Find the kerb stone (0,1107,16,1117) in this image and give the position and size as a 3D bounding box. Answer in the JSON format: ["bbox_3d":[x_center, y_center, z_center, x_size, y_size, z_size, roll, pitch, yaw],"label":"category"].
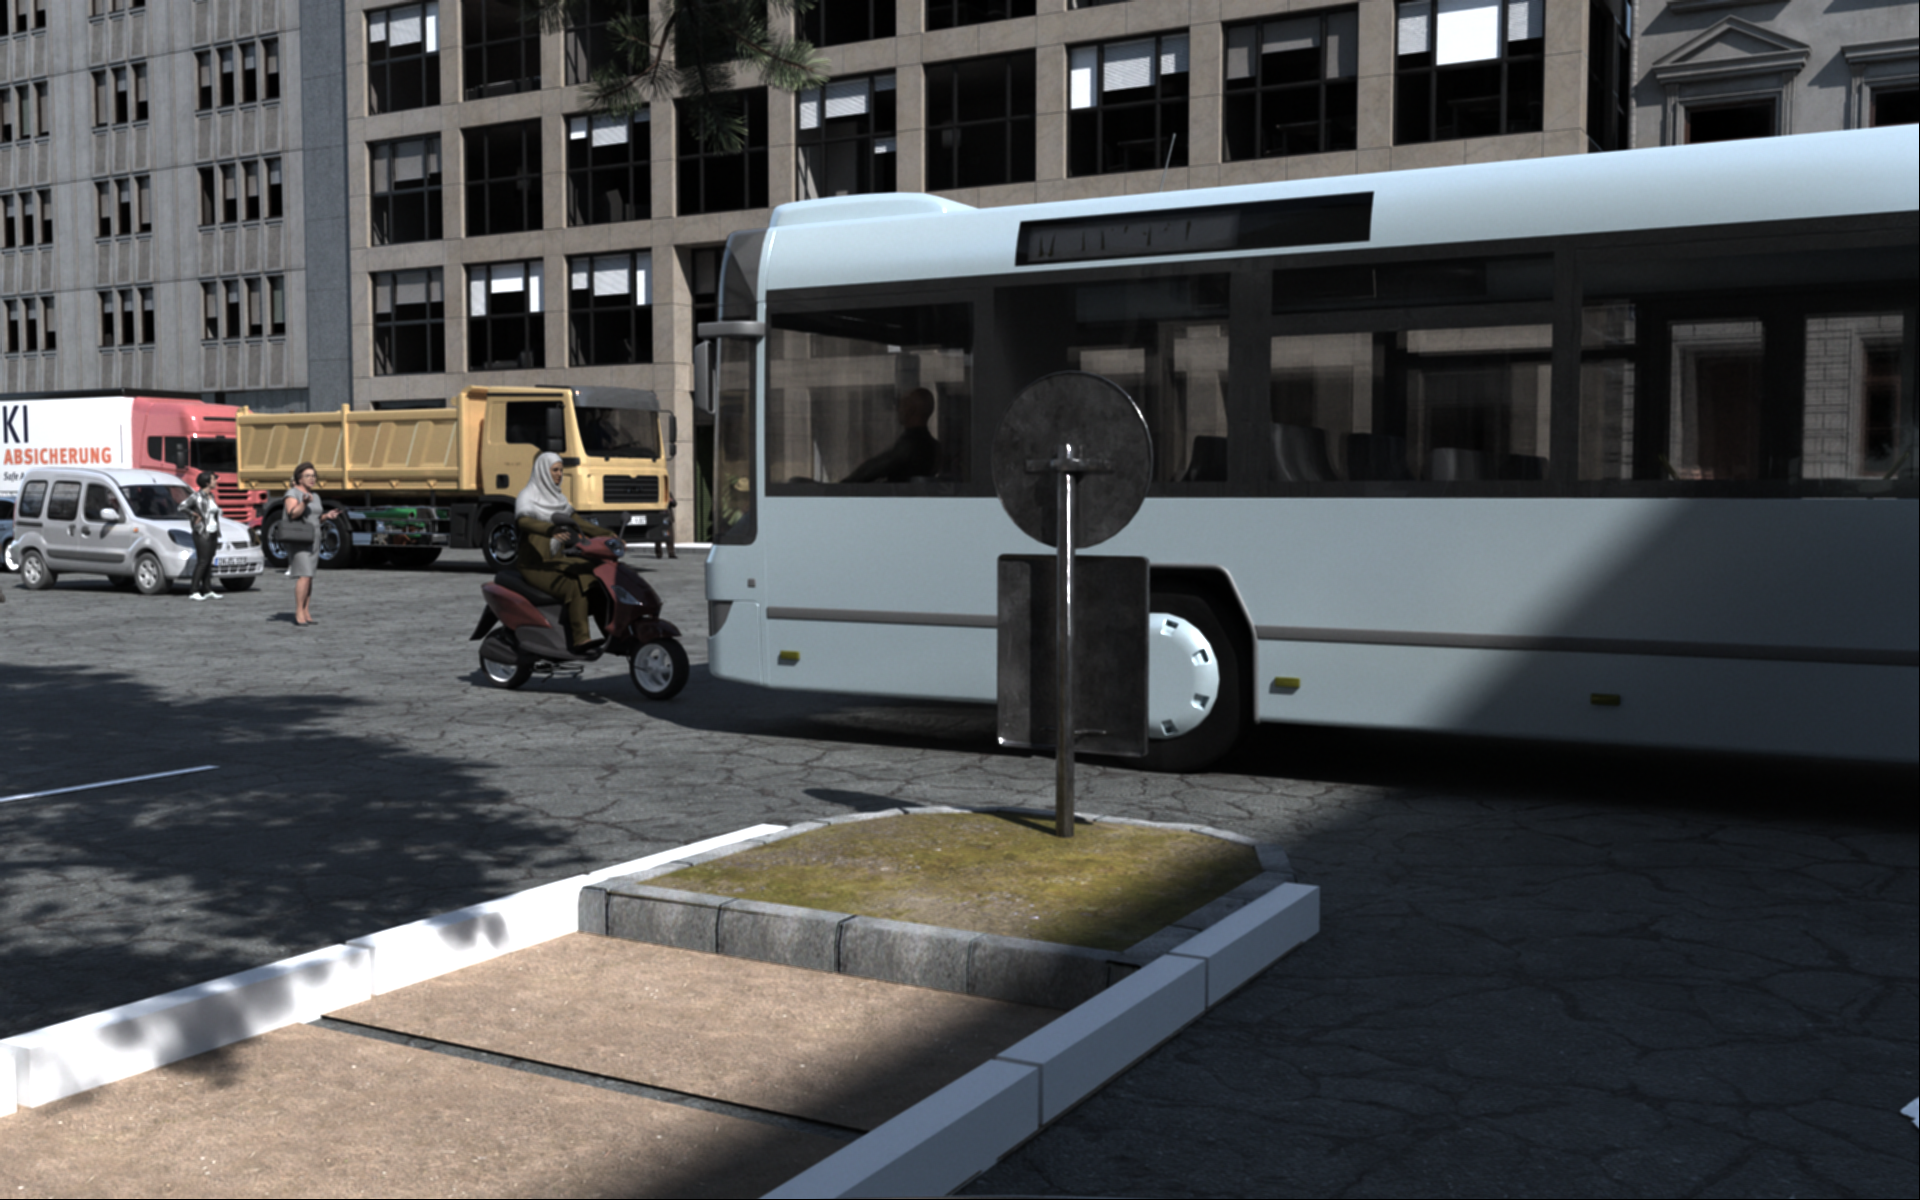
[{"bbox_3d":[-2.469,1.139,3.579,0.120,0.150,1.000,2,4,29],"label":"kerb stone"}]

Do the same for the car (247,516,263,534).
[{"bbox_3d":[-14.545,-1.889,39.924,4.494,1.783,2.155,2,4,29],"label":"car"}]

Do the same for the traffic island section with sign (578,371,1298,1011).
[{"bbox_3d":[0.109,0.133,5.966,2.006,1.907,1.989,2,4,29],"label":"traffic island section with sign"}]

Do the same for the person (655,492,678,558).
[{"bbox_3d":[-6.562,-1.790,38.456,0.600,1.739,0.565,2,4,35],"label":"person"}]

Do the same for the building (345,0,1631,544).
[{"bbox_3d":[1.871,-15.008,49.891,34.151,26.468,19.350,2,4,29],"label":"building"}]

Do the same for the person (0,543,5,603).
[{"bbox_3d":[-12.925,-0.392,22.840,0.695,0.859,0.347,1,4,20],"label":"person"}]

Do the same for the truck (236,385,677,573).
[{"bbox_3d":[-9.335,-2.247,32.664,9.791,3.379,3.469,2,4,29],"label":"truck"}]

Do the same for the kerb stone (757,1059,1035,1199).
[{"bbox_3d":[-0.122,1.145,3.471,0.120,0.150,1.000,2,4,29],"label":"kerb stone"}]

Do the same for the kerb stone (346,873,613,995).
[{"bbox_3d":[-1.464,1.029,5.376,0.120,0.150,1.000,2,4,29],"label":"kerb stone"}]

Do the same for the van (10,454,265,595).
[{"bbox_3d":[-12.239,-1.148,25.786,4.112,2.044,2.013,2,4,29],"label":"van"}]

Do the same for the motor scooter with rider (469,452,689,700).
[{"bbox_3d":[-2.776,-0.208,12.374,1.986,1.779,0.876,2,4,29],"label":"motor scooter with rider"}]

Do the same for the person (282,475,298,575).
[{"bbox_3d":[-11.730,-1.359,30.904,0.709,1.800,0.728,0,4,8],"label":"person"}]

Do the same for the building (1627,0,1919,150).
[{"bbox_3d":[23.945,-12.031,32.868,21.152,22.565,11.583,2,4,29],"label":"building"}]

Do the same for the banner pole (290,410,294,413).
[{"bbox_3d":[-19.966,-3.776,51.754,0.401,3.779,0.863,-2,4,-31],"label":"banner pole"}]

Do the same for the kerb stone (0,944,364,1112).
[{"bbox_3d":[-1.960,1.084,4.474,0.120,0.150,1.000,2,4,29],"label":"kerb stone"}]

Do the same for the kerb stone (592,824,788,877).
[{"bbox_3d":[-0.958,0.974,6.269,0.120,0.150,1.000,2,4,29],"label":"kerb stone"}]

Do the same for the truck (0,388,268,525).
[{"bbox_3d":[-23.487,-3.606,47.873,11.283,4.237,2.839,2,4,28],"label":"truck"}]

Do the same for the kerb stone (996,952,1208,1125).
[{"bbox_3d":[0.379,1.090,4.367,0.120,0.150,1.000,2,4,29],"label":"kerb stone"}]

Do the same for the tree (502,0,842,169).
[{"bbox_3d":[-2.323,-4.719,1.665,6.751,12.117,7.091,0,3,0],"label":"tree"}]

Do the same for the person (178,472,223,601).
[{"bbox_3d":[-10.286,-0.876,23.551,0.376,1.734,0.841,0,4,6],"label":"person"}]

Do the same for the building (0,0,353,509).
[{"bbox_3d":[-23.289,-14.821,60.339,19.932,24.808,12.078,2,4,29],"label":"building"}]

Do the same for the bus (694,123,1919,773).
[{"bbox_3d":[4.060,-0.832,8.465,13.247,3.499,2.948,2,4,29],"label":"bus"}]

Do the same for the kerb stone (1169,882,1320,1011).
[{"bbox_3d":[0.880,1.036,5.262,0.120,0.150,1.000,2,4,29],"label":"kerb stone"}]

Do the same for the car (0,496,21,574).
[{"bbox_3d":[-17.703,-1.255,32.524,4.499,1.417,2.014,2,4,30],"label":"car"}]

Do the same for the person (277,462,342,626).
[{"bbox_3d":[-7.138,-0.616,18.922,0.532,1.782,0.716,1,4,18],"label":"person"}]
